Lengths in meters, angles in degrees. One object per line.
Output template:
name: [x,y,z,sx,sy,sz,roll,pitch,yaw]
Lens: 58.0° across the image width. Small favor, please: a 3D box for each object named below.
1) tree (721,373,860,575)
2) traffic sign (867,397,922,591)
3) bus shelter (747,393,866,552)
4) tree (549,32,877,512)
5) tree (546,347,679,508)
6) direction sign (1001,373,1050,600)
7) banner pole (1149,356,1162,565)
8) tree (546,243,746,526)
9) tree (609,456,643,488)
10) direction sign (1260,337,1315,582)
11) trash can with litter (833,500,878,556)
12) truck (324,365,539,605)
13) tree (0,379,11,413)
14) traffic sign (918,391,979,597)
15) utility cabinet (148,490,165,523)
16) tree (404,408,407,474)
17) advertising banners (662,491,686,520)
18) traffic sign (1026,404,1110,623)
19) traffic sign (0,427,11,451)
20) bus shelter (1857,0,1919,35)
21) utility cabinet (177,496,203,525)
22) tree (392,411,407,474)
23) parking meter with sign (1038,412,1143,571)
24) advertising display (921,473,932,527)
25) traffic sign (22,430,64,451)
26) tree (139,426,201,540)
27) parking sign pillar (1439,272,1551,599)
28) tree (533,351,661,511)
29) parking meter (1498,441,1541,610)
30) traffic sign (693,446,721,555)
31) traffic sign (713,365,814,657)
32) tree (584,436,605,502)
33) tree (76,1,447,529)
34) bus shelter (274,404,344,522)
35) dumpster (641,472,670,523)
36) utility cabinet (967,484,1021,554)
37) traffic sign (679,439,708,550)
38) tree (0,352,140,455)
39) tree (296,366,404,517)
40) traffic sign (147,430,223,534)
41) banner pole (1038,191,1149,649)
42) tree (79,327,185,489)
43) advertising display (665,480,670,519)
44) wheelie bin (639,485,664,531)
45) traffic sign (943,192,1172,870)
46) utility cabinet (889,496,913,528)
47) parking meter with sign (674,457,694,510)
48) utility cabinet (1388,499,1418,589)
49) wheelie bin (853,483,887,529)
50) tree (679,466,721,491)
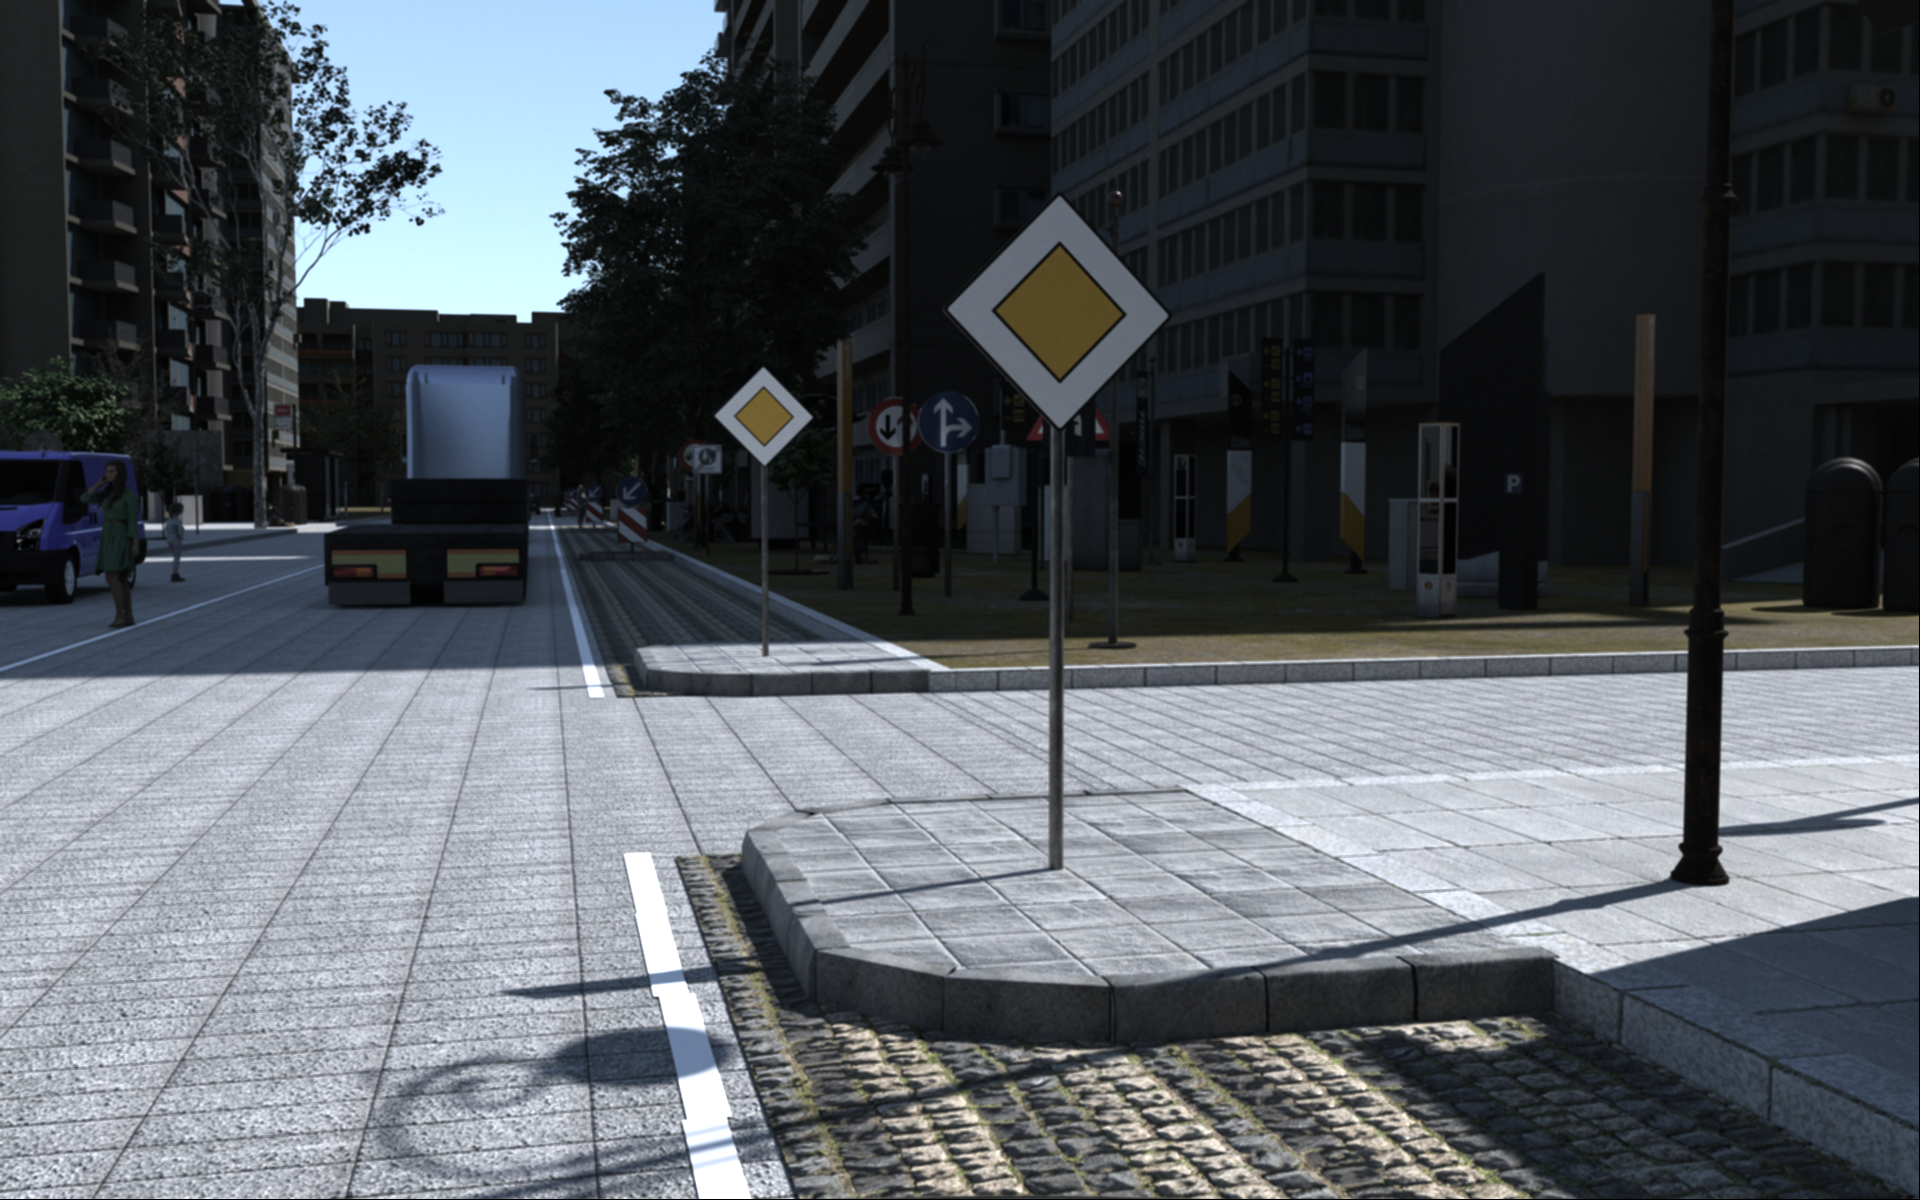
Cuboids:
tree: [-2.628,-2.022,27.665,1.663,3.219,1.824,0,3,0]
traffic sign: [-0.844,-1.394,22.896,0.768,2.556,0.104,0,4,-8]
bus shelter: [-3.515,-2.663,37.469,2.014,3.302,5.546,-1,4,-14]
tree: [-7.199,-8.722,49.262,9.857,13.997,8.962,0,3,0]
tree: [-19.726,-10.233,101.723,7.601,10.594,8.767,2,4,29]
direction sign: [0.905,-1.771,20.957,0.876,3.537,0.379,2,4,25]
banner pole: [3.357,-2.523,31.261,0.401,3.779,0.863,2,4,33]
tree: [-12.286,-8.841,70.305,9.928,11.665,9.643,0,3,0]
tree: [-15.176,-5.157,78.924,1.663,3.219,1.824,0,3,0]
direction sign: [4.761,-2.034,25.250,0.876,3.537,0.379,-1,4,-20]
trash can with litter: [-2.077,-1.376,33.887,0.624,1.170,1.055,1,4,20]
truck: [-8.949,-2.505,30.708,2.967,4.110,18.799,-1,4,-14]
tree: [-44.677,-7.740,76.909,4.360,8.622,3.978,0,3,0]
traffic sign: [-0.148,-1.311,21.544,0.768,2.556,0.104,0,4,-6]
utility cabinet: [-35.112,-4.094,75.616,0.318,1.500,1.173,0,4,-6]
tree: [-38.903,-10.178,116.780,4.737,8.622,4.395,0,3,0]
advertising banners: [-13.659,-5.440,85.137,2.074,3.025,0.090,-1,4,-10]
traffic sign: [1.096,-1.055,17.247,0.884,2.594,0.081,0,4,-5]
traffic sign: [-17.357,-1.886,30.945,0.768,2.556,0.104,-1,4,-11]
bus shelter: [4.489,-0.564,3.153,2.014,3.302,5.546,-1,4,-13]
utility cabinet: [-31.782,-3.689,71.473,0.306,1.237,1.020,2,4,28]
tree: [-46.382,-12.052,147.406,4.360,8.622,3.978,0,3,0]
parking meter with sign: [2.185,-2.001,28.978,1.738,3.016,0.543,1,4,15]
advertising display: [-1.018,-2.925,53.044,0.123,1.923,0.974,-1,4,-14]
traffic sign: [-18.284,-2.107,34.553,0.768,2.556,0.104,-1,4,-12]
tree: [-22.558,-3.315,48.805,1.663,3.219,1.824,0,3,0]
parking sign pillar: [6.693,-2.034,21.725,1.447,3.967,1.447,3,5,41]
tree: [-27.610,-13.137,131.793,9.611,12.733,9.660,0,3,0]
parking meter: [6.217,-0.830,19.287,0.255,1.863,0.399,-3,4,-38]
traffic sign: [-5.256,-2.076,36.080,0.606,2.300,0.079,-1,4,-9]
traffic sign: [-1.541,-0.611,13.633,0.795,2.450,0.064,-1,4,-13]
tree: [-31.939,-12.229,150.301,4.360,8.622,3.978,0,3,0]
tree: [-25.124,-12.787,64.957,12.611,20.169,13.585,0,3,0]
bus shelter: [-30.134,-6.269,80.125,2.179,5.291,8.768,-1,4,-14]
dumpster: [-13.567,-4.509,76.210,1.502,2.255,1.985,-1,4,-14]
utility cabinet: [0.723,-1.715,36.720,1.173,1.500,0.318,2,4,31]
traffic sign: [-6.100,-2.439,39.990,0.768,2.556,0.104,0,4,-8]
tree: [-20.737,-3.443,40.001,4.285,4.588,4.351,0,3,0]
tree: [-35.351,-9.084,98.890,4.737,8.622,4.395,0,3,0]
traffic sign: [-24.632,-3.744,55.083,2.265,3.308,0.079,0,4,-7]
banner pole: [1.059,-1.488,14.351,0.863,3.779,0.401,-1,4,-16]
tree: [-37.196,-7.783,77.607,4.360,8.622,3.978,0,3,0]
advertising display: [-13.399,-4.536,79.381,0.123,1.923,0.974,0,4,-1]
wheelie bin: [-10.706,-3.179,59.878,0.693,1.594,0.980,2,4,30]
traffic sign: [0.326,-0.136,5.868,0.795,2.450,0.064,-1,4,-13]
utility cabinet: [-1.696,-2.369,49.889,0.306,1.237,1.020,2,4,23]
parking meter with sign: [-12.560,-5.223,81.660,1.738,3.016,0.543,-1,4,-22]
utility cabinet: [6.218,-0.772,23.782,0.306,1.237,1.020,3,4,36]
wheelie bin: [-2.496,-2.491,48.638,0.980,1.594,0.693,-1,4,-20]
tree: [-7.978,-3.766,56.176,1.663,3.219,1.824,0,3,0]
